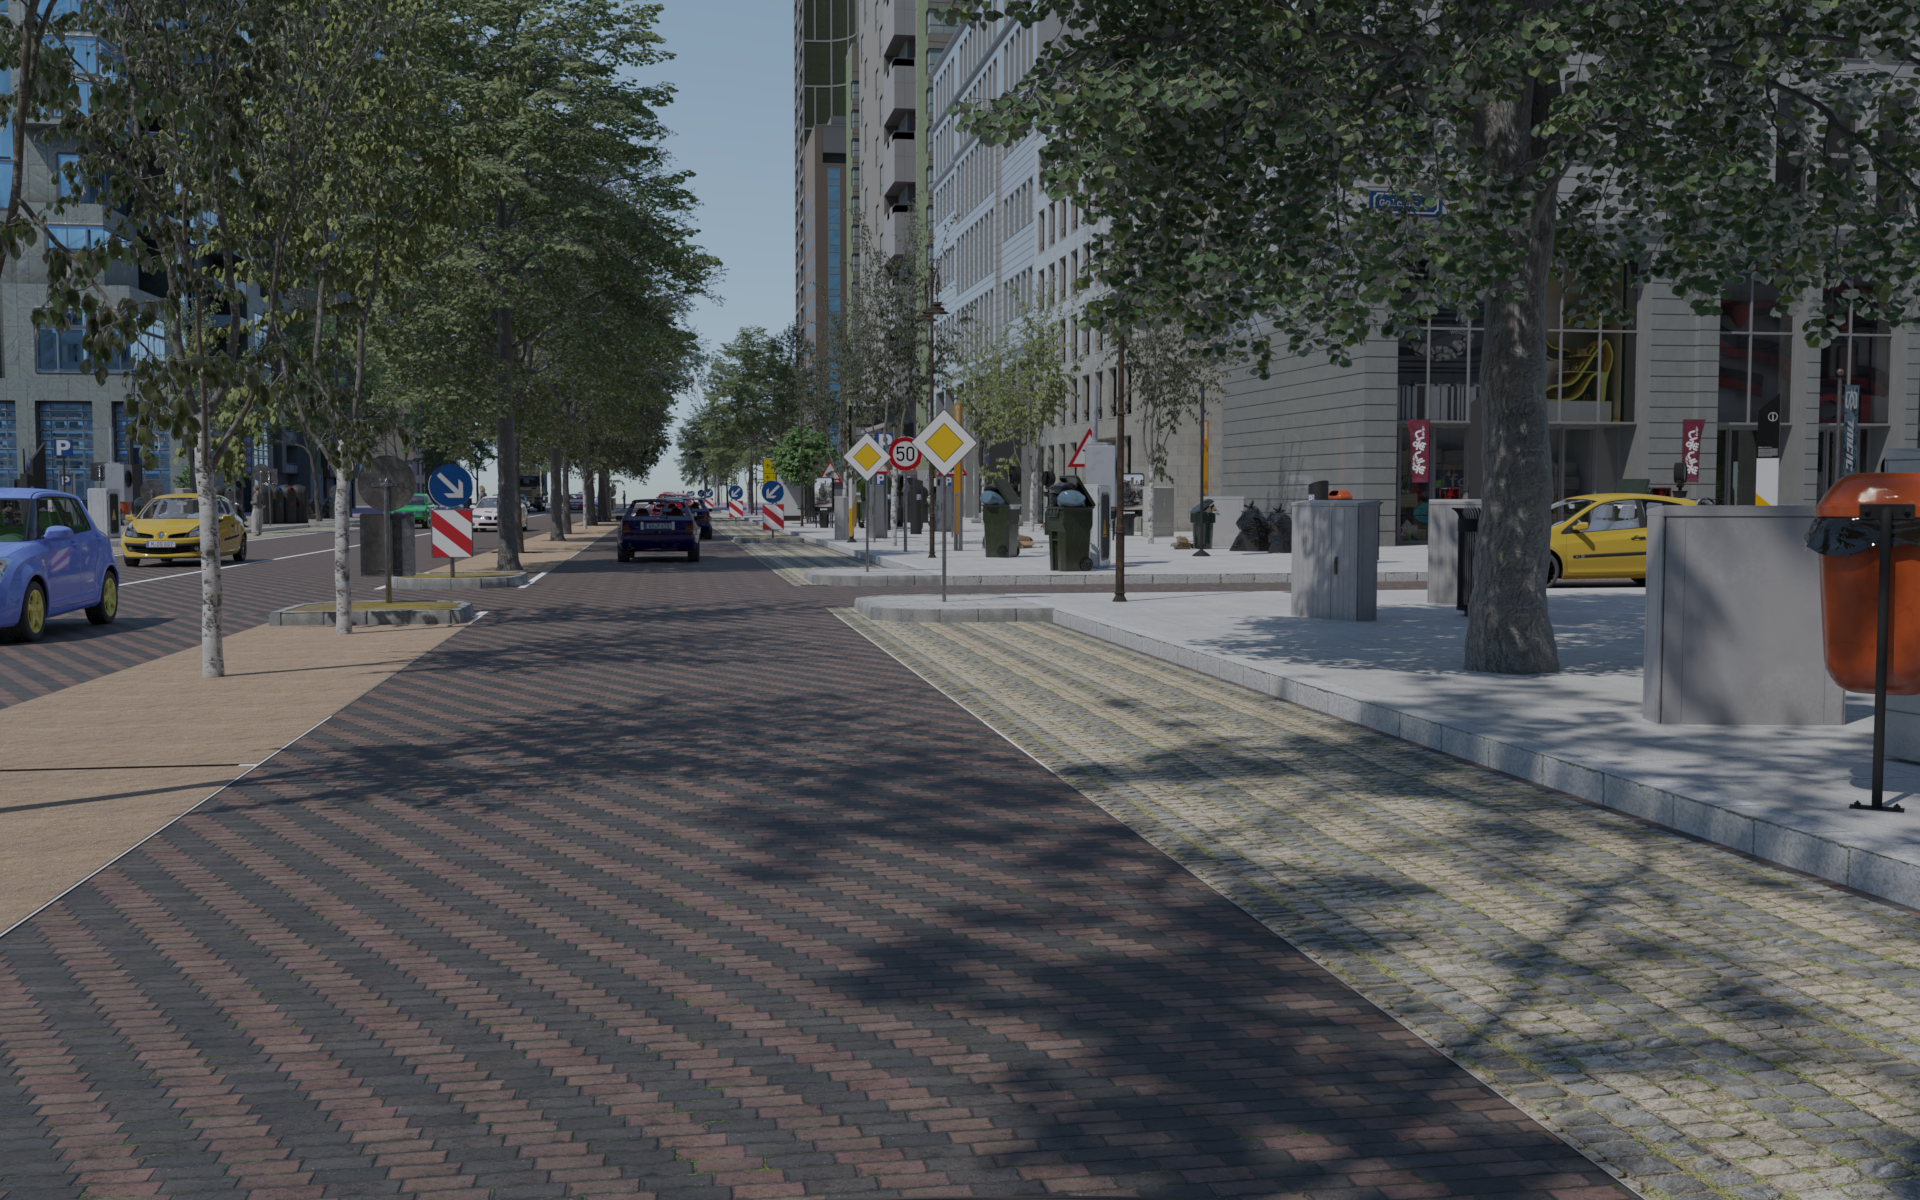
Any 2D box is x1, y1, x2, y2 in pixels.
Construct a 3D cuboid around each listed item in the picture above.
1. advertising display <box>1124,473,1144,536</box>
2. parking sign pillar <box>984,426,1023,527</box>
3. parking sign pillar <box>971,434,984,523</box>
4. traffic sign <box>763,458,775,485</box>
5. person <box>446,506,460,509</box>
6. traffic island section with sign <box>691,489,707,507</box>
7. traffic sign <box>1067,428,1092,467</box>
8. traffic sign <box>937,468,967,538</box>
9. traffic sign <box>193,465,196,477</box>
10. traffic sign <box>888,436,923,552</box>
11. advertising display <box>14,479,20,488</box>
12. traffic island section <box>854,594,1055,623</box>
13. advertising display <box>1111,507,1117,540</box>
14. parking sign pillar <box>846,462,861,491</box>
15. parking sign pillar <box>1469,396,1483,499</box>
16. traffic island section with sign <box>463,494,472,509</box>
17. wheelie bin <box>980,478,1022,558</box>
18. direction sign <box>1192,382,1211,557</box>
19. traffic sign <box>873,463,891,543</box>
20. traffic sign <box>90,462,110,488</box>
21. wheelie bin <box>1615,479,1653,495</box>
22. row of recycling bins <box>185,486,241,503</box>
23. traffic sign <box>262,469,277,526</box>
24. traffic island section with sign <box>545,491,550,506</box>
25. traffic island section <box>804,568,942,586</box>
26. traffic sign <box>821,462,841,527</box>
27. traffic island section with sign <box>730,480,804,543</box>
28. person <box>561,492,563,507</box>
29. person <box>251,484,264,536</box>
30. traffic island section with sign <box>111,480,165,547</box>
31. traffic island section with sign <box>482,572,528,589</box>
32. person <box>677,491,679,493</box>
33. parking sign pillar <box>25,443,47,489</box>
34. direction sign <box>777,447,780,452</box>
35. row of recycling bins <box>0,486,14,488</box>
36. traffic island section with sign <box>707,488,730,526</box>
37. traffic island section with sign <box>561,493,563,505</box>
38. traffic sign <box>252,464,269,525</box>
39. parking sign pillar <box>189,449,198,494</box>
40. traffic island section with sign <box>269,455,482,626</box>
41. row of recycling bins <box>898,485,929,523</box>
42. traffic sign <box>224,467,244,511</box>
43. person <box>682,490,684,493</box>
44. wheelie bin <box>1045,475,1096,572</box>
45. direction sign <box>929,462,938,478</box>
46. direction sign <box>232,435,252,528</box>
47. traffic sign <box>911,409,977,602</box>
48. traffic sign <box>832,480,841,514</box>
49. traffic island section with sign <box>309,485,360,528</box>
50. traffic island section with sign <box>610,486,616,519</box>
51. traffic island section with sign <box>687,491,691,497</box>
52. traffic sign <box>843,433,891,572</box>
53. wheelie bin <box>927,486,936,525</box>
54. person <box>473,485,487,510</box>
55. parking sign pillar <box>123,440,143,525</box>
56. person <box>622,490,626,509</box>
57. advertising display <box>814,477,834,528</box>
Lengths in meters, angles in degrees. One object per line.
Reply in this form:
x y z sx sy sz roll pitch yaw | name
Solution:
5.155 -2.925 53.043 0.974 1.923 0.123 0 4 4 | advertising display
1.794 -4.909 68.729 1.447 3.967 1.447 0 4 2 | parking sign pillar
1.205 -5.374 76.335 1.447 3.967 1.447 1 4 17 | parking sign pillar
-9.932 -6.331 97.379 2.265 3.308 0.079 0 4 -7 | traffic sign
-13.111 -2.213 44.952 0.793 1.790 0.793 -3 5 -43 | person
-18.460 -7.207 126.462 1.989 1.847 2.006 -1 4 -10 | traffic island section with sign
2.560 -2.101 34.351 0.884 2.594 0.081 0 4 -7 | traffic sign
-0.227 -3.107 50.808 0.884 2.594 0.081 0 4 -8 | traffic sign
-28.404 -3.974 65.073 0.768 2.556 0.104 -1 4 -9 | traffic sign
-1.209 -2.339 38.353 0.768 2.556 0.104 0 4 -3 | traffic sign
-40.257 -4.219 74.196 0.123 1.923 0.974 -1 4 -10 | advertising display
-0.168 0.102 20.614 2.009 0.180 2.903 -1 4 -10 | traffic island section
3.980 -2.595 47.636 0.123 1.923 0.974 3 5 40 | advertising display
-5.762 -6.699 97.993 1.447 3.967 1.447 1 4 16 | parking sign pillar
13.170 -3.239 41.424 1.447 3.967 1.447 -1 4 -16 | parking sign pillar
-35.298 -7.073 124.268 1.989 1.847 2.006 -1 4 -10 | traffic island section with sign
0.809 -1.662 35.079 0.693 1.594 0.980 2 4 26 | wheelie bin
4.981 -2.669 35.639 0.379 3.537 0.876 0 4 5 | direction sign
-2.256 -2.790 45.626 0.884 2.594 0.081 -1 4 -9 | traffic sign
-27.588 -3.271 55.611 0.606 2.300 0.079 0 4 -7 | traffic sign
13.941 -1.713 35.920 0.980 1.594 0.693 3 5 43 | wheelie bin
-38.182 -4.974 88.446 3.534 1.692 1.069 1 4 19 | row of recycling bins
-27.864 -4.146 69.913 0.606 2.300 0.079 0 4 -1 | traffic sign
-48.932 -11.998 204.795 1.989 1.847 2.006 -1 4 -10 | traffic island section with sign
-1.503 -0.380 28.487 2.009 0.180 2.903 -1 4 -10 | traffic island section
-4.987 -4.075 66.632 0.884 2.594 0.081 0 4 -1 | traffic sign
-5.661 -2.592 51.011 1.989 1.847 2.006 -1 4 -10 | traffic island section with sign
-44.012 -11.130 191.297 1.217 1.723 0.721 3 5 42 | person
-23.834 -3.036 58.687 0.362 1.759 0.519 1 4 10 | person
-22.287 -2.384 47.604 1.989 1.847 2.006 -1 4 -10 | traffic island section with sign
-7.863 -1.158 27.070 2.006 1.907 1.989 -1 4 -10 | traffic island section with sign
-40.435 -14.664 248.243 1.348 1.826 0.705 3 5 40 | person
-48.515 -6.267 90.937 1.447 3.967 1.447 0 4 0 | parking sign pillar
-8.535 -5.610 83.723 0.876 3.537 0.379 3 5 40 | direction sign
-50.582 -5.208 92.265 1.069 1.692 3.534 0 4 2 | row of recycling bins
-10.175 -4.218 77.587 1.989 1.847 2.006 -1 4 -10 | traffic island section with sign
-53.511 -13.645 231.723 1.989 1.847 2.006 -1 4 -10 | traffic island section with sign
-29.201 -4.421 72.395 0.768 2.556 0.104 0 4 -2 | traffic sign
-29.989 -4.891 68.435 1.447 3.967 1.447 0 4 -5 | parking sign pillar
-6.635 -0.711 19.765 2.006 1.907 1.989 -1 4 -10 | traffic island section with sign
-2.460 -4.340 78.076 1.069 1.692 3.534 -2 4 -26 | row of recycling bins
-28.617 -4.174 68.346 0.768 2.556 0.104 0 4 -7 | traffic sign
-30.605 -11.214 191.814 0.705 1.831 1.348 -2 4 -30 | person
1.827 -1.279 28.815 0.693 1.594 0.980 -2 4 -24 | wheelie bin
-1.129 -5.783 86.543 0.876 3.537 0.379 -2 4 -27 | direction sign
-27.500 -4.549 66.377 0.876 3.537 0.379 1 4 16 | direction sign
-0.190 -1.033 20.533 0.795 2.450 0.064 -1 4 -10 | traffic sign
-6.241 -5.177 84.654 0.884 2.594 0.081 0 4 -1 | traffic sign
-26.882 -4.039 74.670 1.989 1.847 2.006 -1 4 -10 | traffic island section with sign
-20.431 -5.689 101.154 2.006 1.907 1.989 -1 4 -10 | traffic island section with sign
-23.045 -8.859 153.476 1.989 1.847 2.006 -1 4 -10 | traffic island section with sign
-1.525 -1.515 28.406 0.795 2.450 0.064 -1 4 -10 | traffic sign
-0.814 -3.715 68.641 0.980 1.594 0.693 -3 4 -37 | wheelie bin
-20.356 -3.979 73.734 0.728 1.800 0.709 1 4 22 | person
-34.630 -5.153 72.722 1.447 3.967 1.447 -2 4 -28 | parking sign pillar
-32.921 -9.854 169.702 0.705 1.814 1.350 0 4 0 | person
-5.120 -3.673 65.264 0.974 1.923 0.123 3 5 40 | advertising display
